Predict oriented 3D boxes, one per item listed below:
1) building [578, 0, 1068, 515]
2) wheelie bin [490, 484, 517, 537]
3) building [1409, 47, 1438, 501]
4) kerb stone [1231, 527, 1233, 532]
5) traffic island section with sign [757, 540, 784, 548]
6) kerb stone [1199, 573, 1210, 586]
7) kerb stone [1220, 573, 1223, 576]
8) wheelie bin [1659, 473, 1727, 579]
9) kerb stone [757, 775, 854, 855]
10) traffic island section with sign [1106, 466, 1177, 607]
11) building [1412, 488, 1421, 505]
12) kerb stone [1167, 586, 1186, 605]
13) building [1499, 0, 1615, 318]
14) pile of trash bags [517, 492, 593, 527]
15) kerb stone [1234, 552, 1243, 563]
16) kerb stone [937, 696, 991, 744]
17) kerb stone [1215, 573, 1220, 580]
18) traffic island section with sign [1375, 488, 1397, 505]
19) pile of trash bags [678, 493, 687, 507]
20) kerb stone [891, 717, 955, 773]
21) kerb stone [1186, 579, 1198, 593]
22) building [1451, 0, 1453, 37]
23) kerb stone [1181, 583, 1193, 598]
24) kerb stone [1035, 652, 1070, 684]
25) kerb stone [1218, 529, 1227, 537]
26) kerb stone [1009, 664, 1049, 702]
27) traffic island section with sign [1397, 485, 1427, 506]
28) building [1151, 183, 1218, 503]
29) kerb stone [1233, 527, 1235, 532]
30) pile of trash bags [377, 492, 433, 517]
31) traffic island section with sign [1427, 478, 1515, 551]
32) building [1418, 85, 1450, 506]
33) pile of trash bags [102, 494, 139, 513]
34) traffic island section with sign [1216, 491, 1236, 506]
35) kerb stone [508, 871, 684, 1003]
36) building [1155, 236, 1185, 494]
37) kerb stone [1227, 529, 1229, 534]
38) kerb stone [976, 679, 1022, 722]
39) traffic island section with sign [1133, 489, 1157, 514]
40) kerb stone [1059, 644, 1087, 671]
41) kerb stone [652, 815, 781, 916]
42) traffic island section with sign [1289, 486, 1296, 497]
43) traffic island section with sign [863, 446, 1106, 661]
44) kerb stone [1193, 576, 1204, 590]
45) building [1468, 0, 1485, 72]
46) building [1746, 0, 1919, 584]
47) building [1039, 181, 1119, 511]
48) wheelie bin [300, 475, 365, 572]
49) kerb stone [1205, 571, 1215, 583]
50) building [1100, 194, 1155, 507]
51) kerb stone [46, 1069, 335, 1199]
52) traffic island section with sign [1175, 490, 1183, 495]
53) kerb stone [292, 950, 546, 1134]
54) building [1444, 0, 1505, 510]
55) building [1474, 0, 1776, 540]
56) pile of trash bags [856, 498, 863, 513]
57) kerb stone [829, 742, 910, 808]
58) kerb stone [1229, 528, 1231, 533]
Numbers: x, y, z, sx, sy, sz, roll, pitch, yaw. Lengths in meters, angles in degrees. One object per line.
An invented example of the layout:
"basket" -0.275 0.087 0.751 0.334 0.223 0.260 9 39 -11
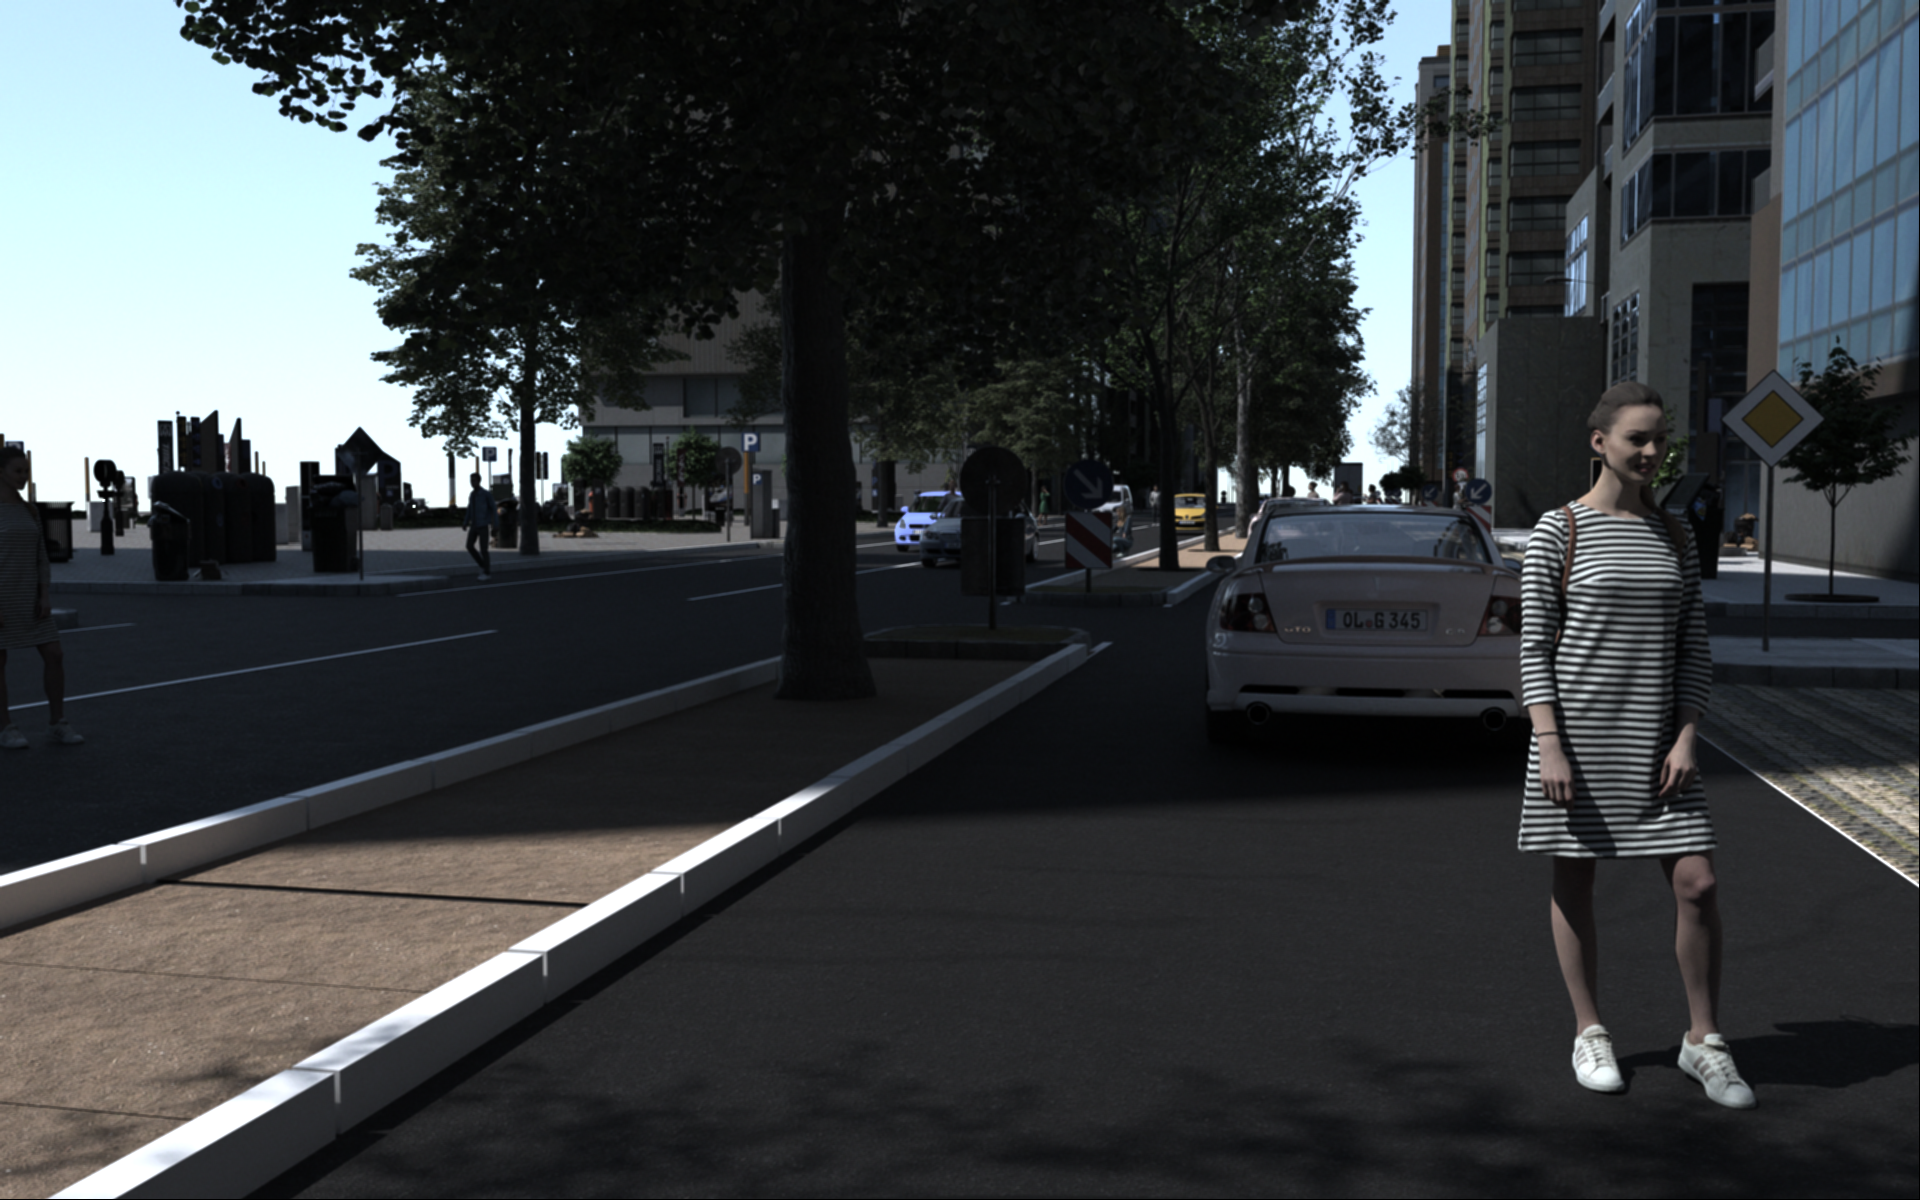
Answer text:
"building" -7.650 -32.215 115.957 28.713 52.752 27.495 1 4 13
"wheelie bin" -13.706 -2.685 51.807 0.980 1.594 0.693 0 4 -3
"building" 71.686 -42.257 232.898 21.231 58.520 28.212 1 4 13
"kerb stone" 9.803 -2.520 63.391 0.120 0.150 1.000 1 4 13
"traffic island section with sign" -4.230 -2.334 46.796 1.989 1.847 2.006 1 4 13
"kerb stone" 3.743 -0.290 26.937 0.120 0.150 1.000 1 4 13
"kerb stone" 4.417 -0.473 29.938 0.120 0.150 1.000 1 4 13
"wheelie bin" 11.185 -1.129 26.361 0.693 1.594 0.980 0 4 -7
"kerb stone" -0.659 0.909 7.363 0.120 0.150 1.000 1 4 13
"traffic island section with sign" 1.809 -0.914 23.078 2.006 1.907 1.989 1 4 13
"building" 70.882 -31.488 206.716 32.217 40.220 23.993 1 4 13
"kerb stone" 2.847 -0.045 22.926 0.120 0.150 1.000 1 4 13
"building" 33.948 -19.212 85.818 14.160 30.474 14.107 1 4 13
"pile of trash bags" -15.891 -3.608 68.742 3.447 1.369 1.912 -1 4 -19
"kerb stone" 5.995 -0.901 36.925 0.120 0.150 1.000 1 4 13
"kerb stone" 0.013 0.724 10.362 0.120 0.150 1.000 1 4 13
"kerb stone" 4.200 -0.408 28.934 0.120 0.150 1.000 1 4 13
"traffic island section with sign" 35.837 -8.367 145.434 1.989 1.847 2.006 1 4 13
"pile of trash bags" -18.121 -5.784 104.326 3.447 1.369 1.912 0 4 3
"kerb stone" -0.209 0.785 9.364 0.120 0.150 1.000 1 4 13
"kerb stone" 3.289 -0.167 24.930 0.120 0.150 1.000 1 4 13
"building" 53.033 -37.155 149.477 21.231 58.520 28.212 1 4 13
"kerb stone" 3.076 -0.103 23.930 0.120 0.150 1.000 1 4 13
"kerb stone" 0.689 0.540 13.371 0.120 0.150 1.000 1 4 13
"kerb stone" 9.124 -2.335 60.375 0.120 0.150 1.000 1 4 13
"kerb stone" 0.472 0.601 12.365 0.120 0.150 1.000 1 4 13
"traffic island section with sign" 18.939 -3.777 70.384 1.989 1.847 2.006 1 4 13
"building" 24.365 -42.690 239.981 21.231 58.520 28.212 1 4 13
"kerb stone" 10.026 -2.576 64.388 0.120 0.150 1.000 1 4 13
"pile of trash bags" -23.091 -3.735 70.811 1.912 1.369 3.447 1 4 16
"traffic island section with sign" 13.023 -2.169 44.084 1.989 1.847 2.006 1 4 13
"building" 57.900 -33.014 189.896 14.600 45.320 14.200 1 4 13
"pile of trash bags" -51.574 -5.931 106.728 3.447 1.369 1.912 3 5 40
"traffic island section with sign" 31.038 -11.914 203.427 1.989 1.847 2.006 1 4 13
"kerb stone" -1.109 1.031 5.369 0.120 0.150 1.000 1 4 13
"building" 17.280 -25.686 191.662 14.160 30.474 14.107 1 4 13
"kerb stone" 9.350 -2.396 61.378 0.120 0.150 1.000 1 4 13
"kerb stone" 0.239 0.663 11.360 0.120 0.150 1.000 1 4 13
"traffic island section with sign" 12.921 -6.992 122.948 1.989 1.847 2.006 1 4 13
"kerb stone" 0.918 0.482 14.371 0.120 0.150 1.000 1 4 13
"kerb stone" -0.884 0.968 6.366 0.120 0.150 1.000 1 4 13
"traffic island section with sign" 18.305 -5.398 96.390 2.006 1.907 1.989 1 4 13
"traffic island section with sign" 0.173 -0.472 15.853 2.006 1.907 1.989 1 4 13
"kerb stone" 3.516 -0.229 25.932 0.120 0.150 1.000 1 4 13
"building" 41.578 -28.504 116.148 14.600 45.320 14.200 1 4 13
"building" 20.839 -22.907 24.648 14.200 45.320 14.600 1 4 13
"building" 0.414 -32.067 143.904 23.786 49.044 30.456 1 4 13
"wheelie bin" -10.292 -1.262 28.546 0.980 1.594 0.693 0 4 2
"kerb stone" 3.975 -0.347 27.937 0.120 0.150 1.000 1 4 13
"building" 10.413 -24.056 165.023 14.160 30.474 14.107 1 4 13
"kerb stone" -1.555 1.153 3.369 0.120 0.150 1.000 1 4 13
"traffic island section with sign" 18.919 -8.623 149.609 1.989 1.847 2.006 1 4 13
"kerb stone" -1.334 1.095 4.371 0.120 0.150 1.000 1 4 13
"building" 43.937 -27.316 130.213 14.154 41.232 14.086 1 4 13
"building" 29.464 -45.332 53.856 22.319 86.520 31.000 1 4 13
"pile of trash bags" -6.166 -4.583 84.689 1.912 1.369 3.447 -3 5 -40
"kerb stone" -0.438 0.846 8.363 0.120 0.150 1.000 1 4 13
"kerb stone" 9.578 -2.458 62.378 0.120 0.150 1.000 1 4 13
